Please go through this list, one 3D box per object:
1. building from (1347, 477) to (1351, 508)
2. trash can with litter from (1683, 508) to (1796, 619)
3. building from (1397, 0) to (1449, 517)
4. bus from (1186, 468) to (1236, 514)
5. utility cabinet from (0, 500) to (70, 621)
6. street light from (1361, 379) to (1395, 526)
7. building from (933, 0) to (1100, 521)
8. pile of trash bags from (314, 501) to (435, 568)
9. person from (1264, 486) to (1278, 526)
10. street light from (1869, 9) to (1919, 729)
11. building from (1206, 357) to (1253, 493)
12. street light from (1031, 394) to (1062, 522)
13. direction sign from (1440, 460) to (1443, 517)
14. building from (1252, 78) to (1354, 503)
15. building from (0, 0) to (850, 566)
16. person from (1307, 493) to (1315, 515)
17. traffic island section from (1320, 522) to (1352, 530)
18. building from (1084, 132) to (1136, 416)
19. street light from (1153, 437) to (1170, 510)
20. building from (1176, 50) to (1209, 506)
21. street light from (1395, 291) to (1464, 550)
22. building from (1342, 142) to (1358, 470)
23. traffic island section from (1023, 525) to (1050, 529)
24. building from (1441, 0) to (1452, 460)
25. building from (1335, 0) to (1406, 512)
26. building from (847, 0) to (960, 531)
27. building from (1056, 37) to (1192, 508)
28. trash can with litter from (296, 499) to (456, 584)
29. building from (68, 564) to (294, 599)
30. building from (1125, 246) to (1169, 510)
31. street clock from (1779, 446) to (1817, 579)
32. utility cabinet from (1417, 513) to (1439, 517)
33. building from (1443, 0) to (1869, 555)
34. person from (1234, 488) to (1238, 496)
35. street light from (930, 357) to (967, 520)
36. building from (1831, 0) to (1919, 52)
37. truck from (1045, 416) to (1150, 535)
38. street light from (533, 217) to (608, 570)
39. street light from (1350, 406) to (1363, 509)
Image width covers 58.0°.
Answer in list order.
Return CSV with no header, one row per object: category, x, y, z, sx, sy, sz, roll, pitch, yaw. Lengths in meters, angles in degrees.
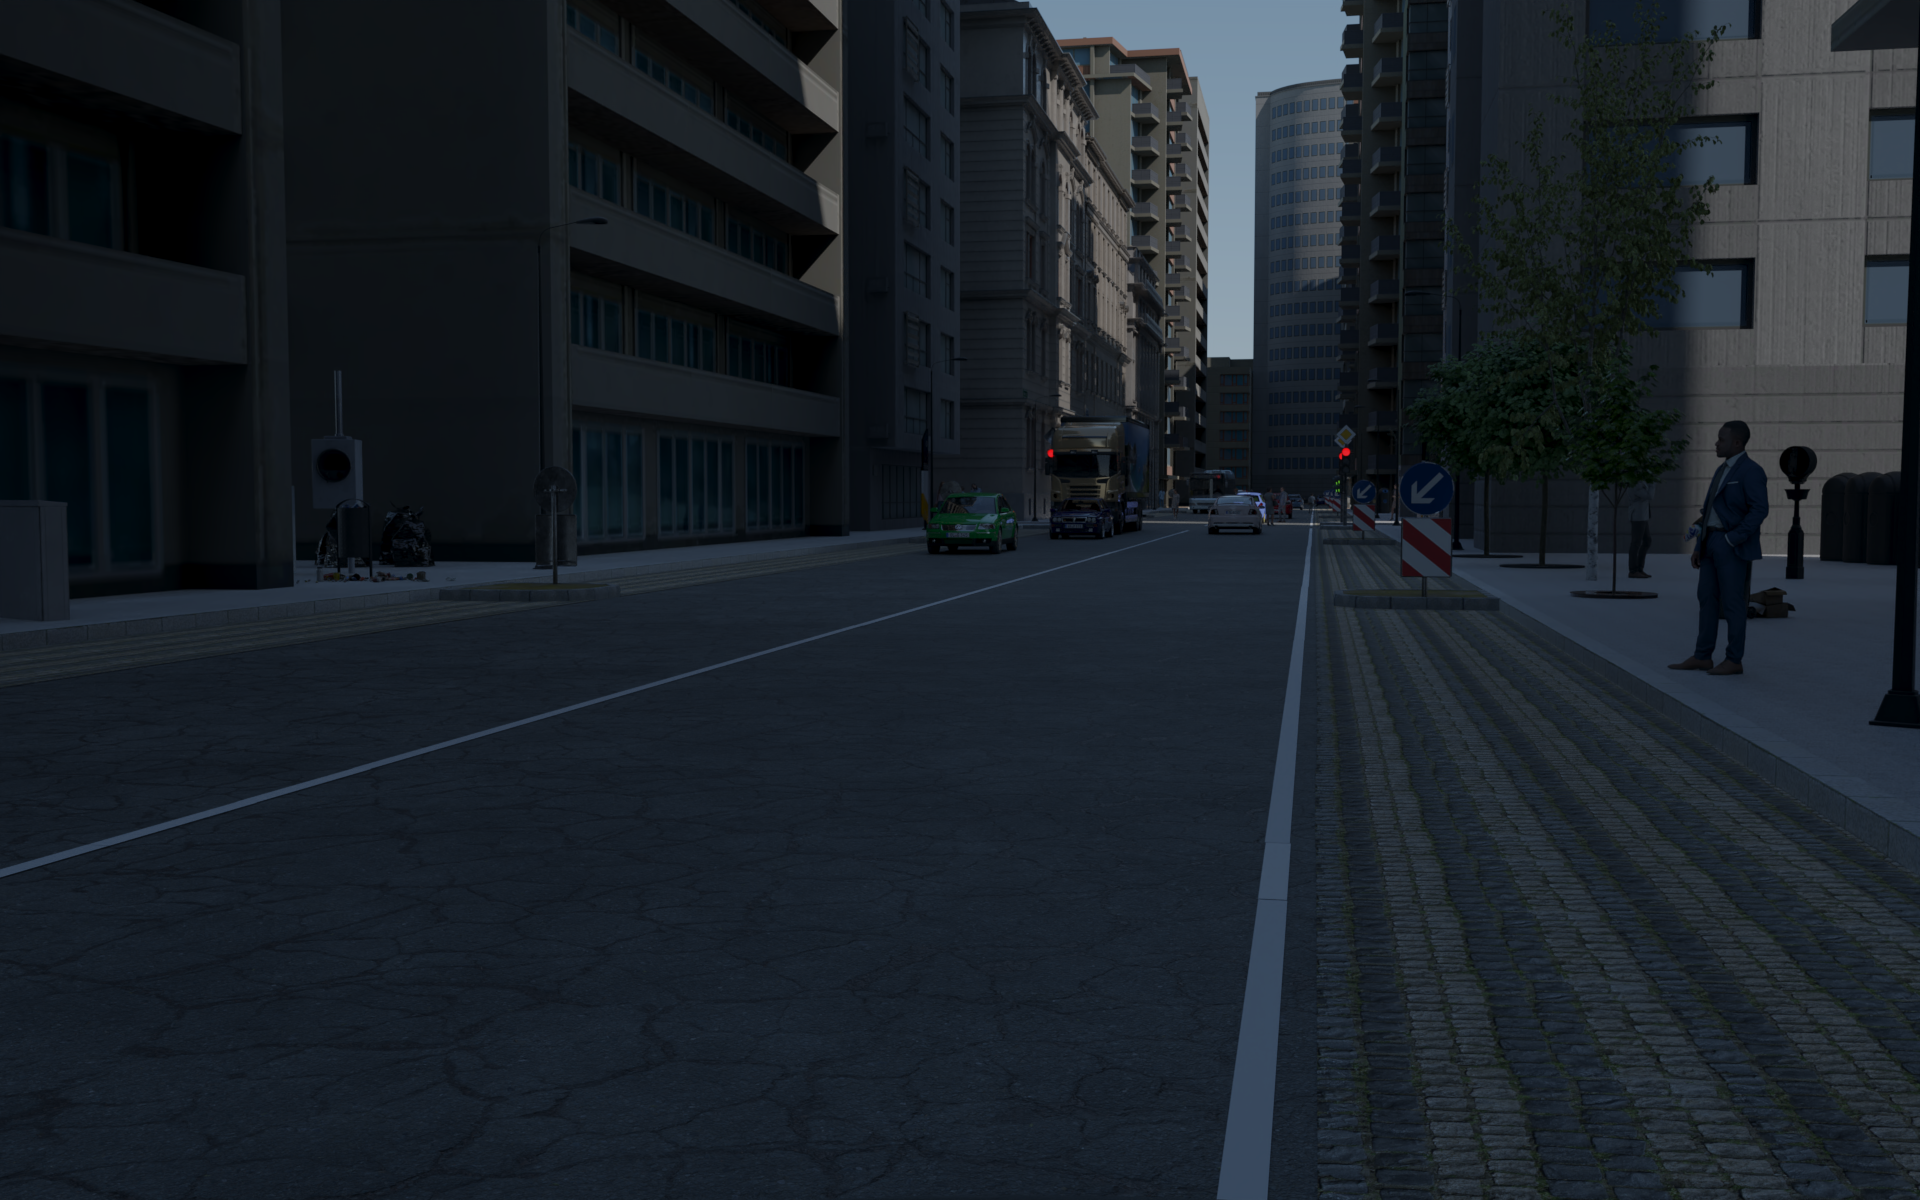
building,52.609,-28.671,160.658,32.217,40.220,23.993,1,4,12
trash can with litter,8.103,-0.403,17.977,1.055,1.170,0.624,-1,4,-22
building,32.409,-20.048,99.490,14.160,30.474,14.107,1,4,12
bus,18.955,-8.258,129.880,2.948,3.499,13.247,1,4,13
utility cabinet,-9.544,-0.407,17.812,1.020,1.237,0.306,3,4,37
street light,17.110,-5.955,69.897,1.470,5.913,1.316,1,4,12
building,-0.846,-18.671,92.655,14.401,28.519,23.554,1,4,12
pile of trash bags,-11.119,-1.288,30.817,3.447,1.369,1.912,-1,4,-13
person,14.140,-4.255,78.424,0.532,1.782,0.716,-3,5,-42
street light,4.709,-2.264,9.563,1.470,5.913,1.316,1,4,12
building,27.825,-24.841,251.194,28.899,21.520,27.650,1,4,12
street light,4.034,-6.616,80.719,1.470,5.913,1.316,1,4,12
direction sign,25.562,-6.090,91.567,0.876,3.537,0.379,-2,4,-24
building,55.432,-42.830,242.264,28.212,58.520,21.231,1,4,12
building,-15.914,-25.665,43.324,21.300,48.544,21.600,1,4,12
person,24.211,-6.628,119.469,0.503,1.515,0.523,-1,4,-14
traffic island section,15.650,-2.938,70.321,2.009,0.180,2.903,1,4,12
building,4.319,-19.521,116.424,12.463,27.353,25.104,1,4,12
street light,16.367,-10.289,140.773,1.470,5.913,1.316,1,4,12
building,16.581,-34.956,195.240,21.300,48.544,21.600,1,4,12
street light,10.843,-4.103,39.619,1.470,5.913,1.316,1,4,12
building,58.066,-35.986,212.071,21.300,48.544,21.600,1,4,12
traffic island section,3.854,-3.086,72.732,2.009,0.180,2.903,1,4,12
building,30.496,-24.327,81.344,14.086,41.232,14.154,1,4,12
building,39.308,-28.950,127.958,22.147,44.769,28.867,1,4,12
building,-7.578,-23.393,66.065,14.086,41.232,14.154,1,4,12
building,11.056,-31.532,170.171,22.147,44.769,28.867,1,4,12
trash can with litter,-8.598,-0.884,25.505,2.233,1.210,1.678,0,4,7
building,-21.758,-23.893,14.360,21.300,48.544,21.600,1,4,12
building,9.280,-18.276,140.619,13.314,21.916,24.055,1,4,12
street clock,12.609,-1.317,26.102,0.358,2.002,0.471,-3,4,-36
utility cabinet,22.022,-4.304,81.536,1.020,1.237,0.306,1,4,9
building,24.658,-30.926,47.642,21.231,58.520,28.212,1,4,12
person,15.487,-5.397,97.296,0.362,1.759,0.519,1,4,16
street light,-0.439,-5.290,59.031,1.470,5.913,1.316,1,4,12
building,21.211,-25.436,5.119,28.713,52.752,27.495,1,4,12
truck,5.288,-4.631,64.627,2.839,4.237,11.283,1,4,12
street light,-6.578,-3.470,29.280,1.470,5.913,1.316,1,4,12
street light,21.396,-7.244,90.973,1.470,5.913,1.316,1,4,12
